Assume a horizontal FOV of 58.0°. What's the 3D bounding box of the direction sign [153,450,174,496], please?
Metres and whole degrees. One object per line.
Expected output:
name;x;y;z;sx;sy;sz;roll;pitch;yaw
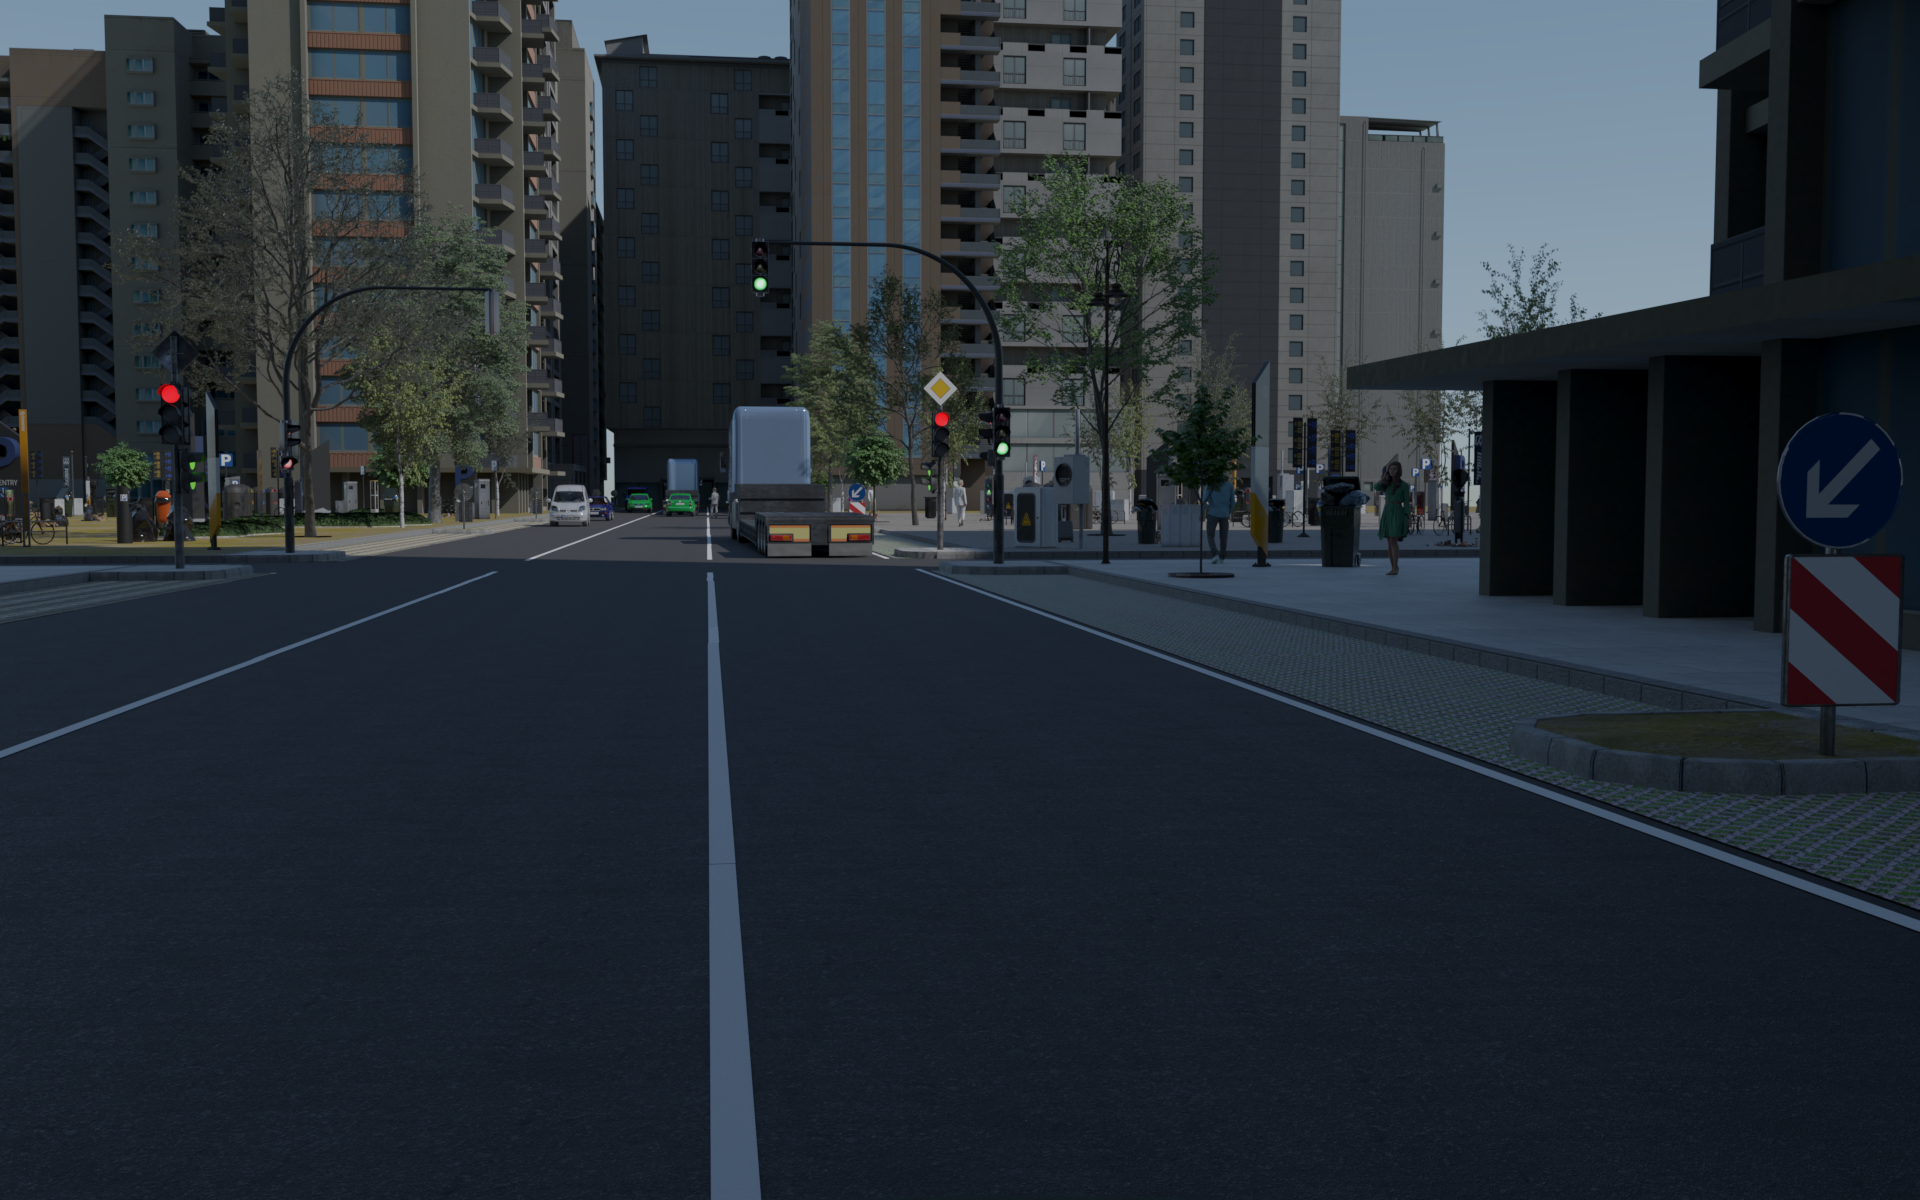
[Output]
direction sign;-41.209;-5.967;89.550;0.876;3.537;0.379;-3;4;-39

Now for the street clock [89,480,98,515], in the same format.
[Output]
street clock;-43.737;-5.071;87.488;0.358;2.002;0.471;0;4;-4

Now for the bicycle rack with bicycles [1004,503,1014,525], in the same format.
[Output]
bicycle rack with bicycles;2.853;-3.600;72.244;2.852;0.926;2.925;0;4;-2

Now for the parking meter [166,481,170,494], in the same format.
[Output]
parking meter;-35.637;-4.410;77.814;0.255;1.863;0.399;-2;4;-32

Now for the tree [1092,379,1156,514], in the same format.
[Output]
tree;10.573;-9.740;109.611;4.737;8.622;4.395;0;3;0

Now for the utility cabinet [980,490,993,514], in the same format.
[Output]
utility cabinet;1.864;-6.026;107.205;1.173;1.500;0.318;1;4;17

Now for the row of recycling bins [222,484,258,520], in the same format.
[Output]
row of recycling bins;-29.618;-3.911;71.058;1.069;1.692;3.534;-1;4;-18

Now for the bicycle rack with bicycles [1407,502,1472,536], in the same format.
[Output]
bicycle rack with bicycles;14.635;-2.504;54.315;2.852;0.926;2.925;3;5;39

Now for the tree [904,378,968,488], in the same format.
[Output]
tree;-1.174;-9.411;104.226;4.360;8.622;3.978;0;3;0

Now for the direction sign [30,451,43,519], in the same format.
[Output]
direction sign;-48.229;-6.026;90.517;0.876;3.537;0.379;2;4;25

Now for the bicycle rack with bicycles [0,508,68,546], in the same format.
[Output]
bicycle rack with bicycles;-24.140;-1.851;43.653;2.852;0.926;2.925;2;4;27

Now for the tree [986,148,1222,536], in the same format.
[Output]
tree;4.355;-7.783;53.013;9.928;11.665;9.643;0;3;0

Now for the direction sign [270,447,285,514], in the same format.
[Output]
direction sign;-33.117;-5.635;84.122;0.379;3.537;0.876;1;4;22

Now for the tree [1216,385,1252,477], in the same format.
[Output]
tree;17.990;-10.112;115.695;4.737;8.622;4.395;0;3;0

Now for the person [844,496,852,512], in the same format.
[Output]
person;-7.891;-7.035;124.286;0.991;1.433;0.599;-2;4;-32

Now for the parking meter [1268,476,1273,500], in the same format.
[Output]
parking meter;9.819;-3.050;55.580;0.399;1.863;0.255;0;4;-3

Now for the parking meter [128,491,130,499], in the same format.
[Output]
parking meter;-52.154;-6.276;108.330;0.255;1.863;0.399;2;4;29

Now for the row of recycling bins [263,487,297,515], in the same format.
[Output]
row of recycling bins;-40.211;-5.693;100.186;1.069;1.692;3.534;2;4;30

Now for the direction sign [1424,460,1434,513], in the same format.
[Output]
direction sign;31.573;-7.625;116.669;0.379;3.537;0.876;-2;4;-29

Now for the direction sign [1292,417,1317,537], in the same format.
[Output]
direction sign;10.231;-3.636;51.452;0.876;3.537;0.379;-2;4;-27

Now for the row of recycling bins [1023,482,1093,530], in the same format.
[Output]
row of recycling bins;3.554;-3.380;62.368;1.069;1.692;3.534;3;5;43

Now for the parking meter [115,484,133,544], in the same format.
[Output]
parking meter;-21.656;-2.230;44.876;0.372;1.533;0.369;0;3;0

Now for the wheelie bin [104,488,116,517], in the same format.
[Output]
wheelie bin;-46.683;-5.356;95.478;0.980;1.594;0.693;-1;4;-16

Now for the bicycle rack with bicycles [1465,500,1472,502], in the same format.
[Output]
bicycle rack with bicycles;29.758;-5.327;100.473;2.852;0.926;2.925;2;4;27

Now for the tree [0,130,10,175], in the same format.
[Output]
tree;-14.834;-4.384;22.040;4.360;8.622;3.978;0;3;0

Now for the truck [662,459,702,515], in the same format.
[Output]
truck;-20.426;-8.404;127.159;2.967;4.110;18.799;-1;4;-8

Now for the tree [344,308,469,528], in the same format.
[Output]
tree;-20.998;-7.055;65.719;4.737;8.622;4.395;0;3;0

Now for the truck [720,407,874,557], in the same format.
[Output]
truck;-4.777;-3.546;47.734;2.967;4.110;18.799;-1;4;-10

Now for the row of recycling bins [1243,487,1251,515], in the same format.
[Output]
row of recycling bins;17.196;-6.067;106.306;3.534;1.692;1.069;0;4;-3

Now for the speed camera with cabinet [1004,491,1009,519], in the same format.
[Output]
speed camera with cabinet;3.108;-5.791;89.023;2.038;3.252;0.660;2;4;34

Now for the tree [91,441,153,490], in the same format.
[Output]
tree;-50.992;-7.450;105.520;4.285;4.588;4.351;0;3;0

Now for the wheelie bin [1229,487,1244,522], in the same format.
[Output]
wheelie bin;12.635;-4.351;79.054;0.693;1.594;0.980;0;4;1

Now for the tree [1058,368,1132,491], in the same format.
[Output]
tree;7.984;-9.080;98.818;4.360;8.622;3.978;0;3;0

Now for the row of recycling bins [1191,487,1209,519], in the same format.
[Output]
row of recycling bins;13.206;-5.137;91.100;1.069;1.692;3.534;-1;4;-20

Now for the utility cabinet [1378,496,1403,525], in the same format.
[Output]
utility cabinet;17.983;-3.730;72.148;1.020;1.237;0.306;0;4;1

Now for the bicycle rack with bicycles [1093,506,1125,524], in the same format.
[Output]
bicycle rack with bicycles;5.622;-3.716;74.139;2.925;0.926;2.852;-2;4;-26

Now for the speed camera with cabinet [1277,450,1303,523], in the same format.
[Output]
speed camera with cabinet;14.784;-5.075;77.313;0.660;3.252;2.038;-1;4;-10

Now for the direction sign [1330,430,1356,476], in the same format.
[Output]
direction sign;13.535;-4.237;61.279;0.876;3.537;0.379;1;4;21

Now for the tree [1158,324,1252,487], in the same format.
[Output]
tree;10.730;-7.589;74.445;4.360;8.622;3.978;0;3;0

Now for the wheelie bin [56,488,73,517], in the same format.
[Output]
wheelie bin;-49.534;-5.381;95.893;0.980;1.594;0.693;2;4;30

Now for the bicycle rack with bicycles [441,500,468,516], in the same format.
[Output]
bicycle rack with bicycles;-29.519;-5.382;101.371;2.925;0.926;2.852;-3;4;-36

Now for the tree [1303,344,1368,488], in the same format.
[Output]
tree;18.862;-8.288;85.871;4.360;8.622;3.978;0;3;0

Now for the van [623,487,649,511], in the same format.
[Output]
van;-28.252;-9.007;151.653;2.240;2.365;5.245;0;4;-7

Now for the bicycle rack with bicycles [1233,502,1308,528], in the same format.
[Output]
bicycle rack with bicycles;11.939;-3.289;67.164;2.925;0.926;2.852;-1;4;-10

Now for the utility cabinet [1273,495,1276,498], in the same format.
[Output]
utility cabinet;17.135;-5.151;95.382;0.306;1.237;1.020;0;4;-5

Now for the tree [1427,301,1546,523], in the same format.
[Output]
tree;20.605;-7.110;66.608;4.360;8.622;3.978;0;3;0

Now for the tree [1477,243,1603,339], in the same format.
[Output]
tree;16.990;-6.134;50.657;4.737;8.622;4.395;0;3;0

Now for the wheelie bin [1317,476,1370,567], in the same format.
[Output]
wheelie bin;6.737;-1.384;30.543;0.980;1.594;0.693;2;4;25

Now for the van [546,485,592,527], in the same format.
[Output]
van;-17.466;-4.315;77.556;2.013;2.044;4.112;-1;4;-10

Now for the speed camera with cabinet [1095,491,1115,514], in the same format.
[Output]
speed camera with cabinet;7.118;-5.938;91.418;2.038;3.252;0.660;1;4;14

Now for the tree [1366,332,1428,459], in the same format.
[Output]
tree;21.087;-7.734;76.809;4.360;8.622;3.978;0;3;0

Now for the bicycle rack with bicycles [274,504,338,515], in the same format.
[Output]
bicycle rack with bicycles;-33.635;-4.652;89.438;2.925;0.926;2.852;0;4;-7

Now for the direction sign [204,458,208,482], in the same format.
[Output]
direction sign;-47.070;-7.080;107.758;0.876;3.537;0.379;-2;4;-29

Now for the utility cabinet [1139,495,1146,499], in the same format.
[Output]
utility cabinet;11.207;-5.648;103.498;1.020;1.237;0.306;2;4;26

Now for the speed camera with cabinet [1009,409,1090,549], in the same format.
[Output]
speed camera with cabinet;2.152;-2.847;40.887;0.660;3.252;2.038;-3;5;-40

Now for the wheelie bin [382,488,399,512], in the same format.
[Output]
wheelie bin;-29.853;-5.074;90.873;0.980;1.594;0.693;1;4;11

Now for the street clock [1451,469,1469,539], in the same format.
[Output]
street clock;14.293;-2.753;49.579;0.471;2.002;0.358;1;4;21

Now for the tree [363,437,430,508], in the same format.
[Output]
tree;-28.217;-6.319;87.032;4.285;4.588;4.351;0;3;0

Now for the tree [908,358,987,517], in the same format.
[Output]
tree;-0.639;-8.826;94.663;4.737;8.622;4.395;0;3;0

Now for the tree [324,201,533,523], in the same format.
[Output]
tree;-23.488;-10.415;76.942;9.857;13.997;8.962;0;3;0
